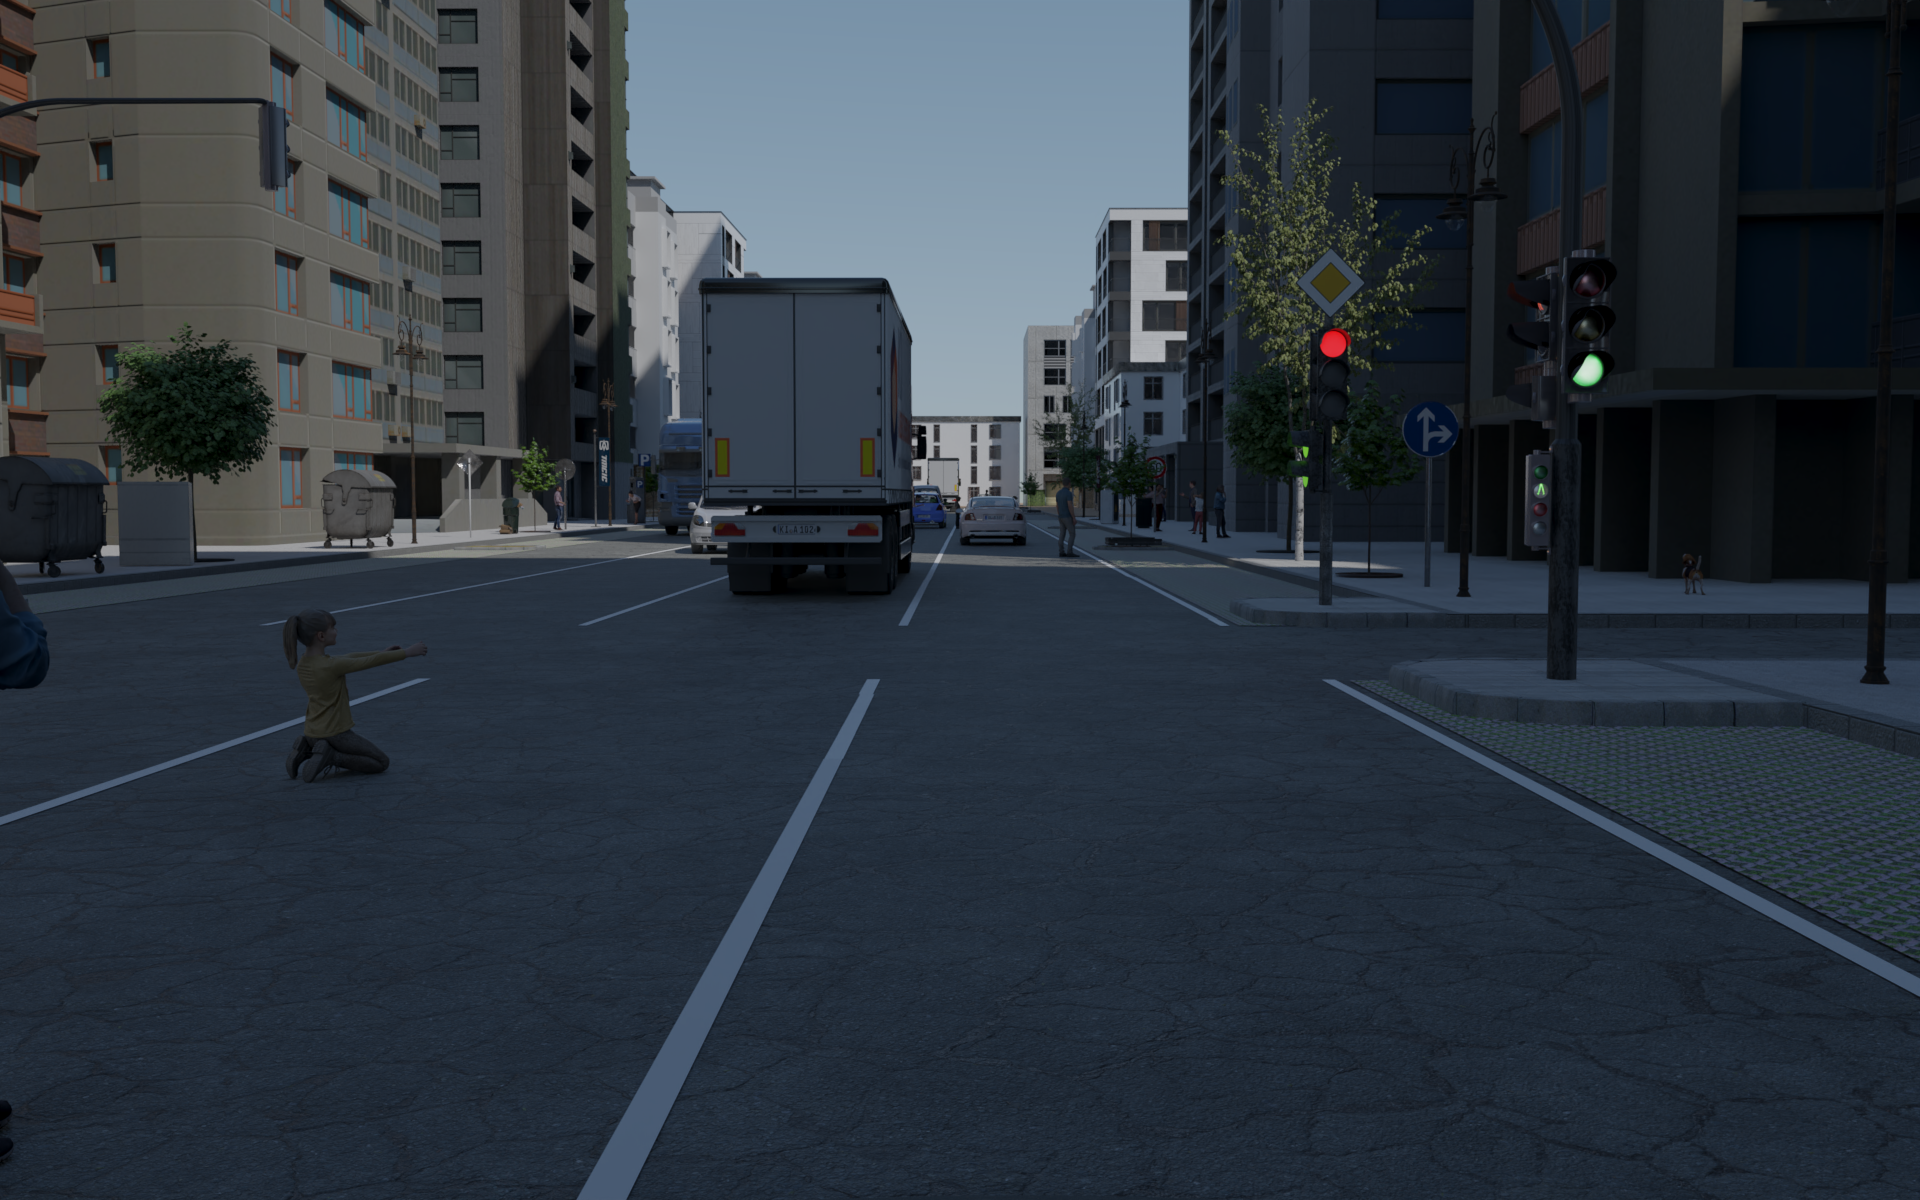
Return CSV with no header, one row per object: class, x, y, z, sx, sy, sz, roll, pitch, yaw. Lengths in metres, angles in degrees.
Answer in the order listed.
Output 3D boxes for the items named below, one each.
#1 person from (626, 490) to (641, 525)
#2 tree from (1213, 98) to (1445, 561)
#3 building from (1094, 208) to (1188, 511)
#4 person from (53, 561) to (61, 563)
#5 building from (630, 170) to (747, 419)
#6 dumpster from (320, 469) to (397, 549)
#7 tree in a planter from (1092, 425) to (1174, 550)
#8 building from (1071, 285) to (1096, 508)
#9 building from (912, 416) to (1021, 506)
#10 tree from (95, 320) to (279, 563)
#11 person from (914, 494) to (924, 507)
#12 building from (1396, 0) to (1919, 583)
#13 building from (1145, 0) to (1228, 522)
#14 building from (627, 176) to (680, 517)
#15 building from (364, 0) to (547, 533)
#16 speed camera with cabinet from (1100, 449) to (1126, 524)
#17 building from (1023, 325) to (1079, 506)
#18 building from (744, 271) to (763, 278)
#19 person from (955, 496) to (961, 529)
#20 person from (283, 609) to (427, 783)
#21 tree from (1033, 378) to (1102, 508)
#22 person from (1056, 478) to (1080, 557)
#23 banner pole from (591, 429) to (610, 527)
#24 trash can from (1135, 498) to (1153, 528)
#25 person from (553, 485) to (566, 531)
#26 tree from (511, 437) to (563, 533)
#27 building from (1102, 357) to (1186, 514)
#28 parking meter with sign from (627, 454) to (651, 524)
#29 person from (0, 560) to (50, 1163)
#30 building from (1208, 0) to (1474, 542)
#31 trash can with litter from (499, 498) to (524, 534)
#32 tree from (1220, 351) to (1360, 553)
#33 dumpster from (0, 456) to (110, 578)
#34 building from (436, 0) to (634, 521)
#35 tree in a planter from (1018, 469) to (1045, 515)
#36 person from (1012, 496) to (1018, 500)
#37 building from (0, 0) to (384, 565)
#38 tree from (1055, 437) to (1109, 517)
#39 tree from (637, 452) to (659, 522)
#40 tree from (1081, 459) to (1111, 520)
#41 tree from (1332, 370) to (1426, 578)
person,-13.672,-3.873,72.562,0.628,1.438,0.799,-1,4,-11
tree,6.567,-5.030,32.595,4.737,8.622,4.395,0,3,0
building,24.688,-18.106,140.011,27.936,21.610,32.646,0,4,0
person,-16.938,-1.400,32.174,0.697,1.427,0.421,-2,4,-24
building,-31.159,-17.082,123.261,27.936,21.610,32.646,0,4,0
dumpster,-14.305,-2.166,41.180,1.264,1.857,1.865,0,4,0
tree in a planter,4.427,-2.898,44.611,1.991,3.239,1.994,0,4,0
building,18.565,-18.696,162.103,16.016,20.091,11.380,0,4,0
building,-7.448,-14.968,186.866,28.070,9.664,9.099,0,4,0
tree,-14.651,-3.014,32.994,4.285,4.588,4.351,0,3,0
person,-1.883,-3.425,67.679,0.799,1.438,0.628,-2,4,-30
building,23.966,-23.143,33.019,28.867,44.769,22.147,0,4,0
building,20.324,-39.429,82.913,20.563,71.187,20.611,0,4,0
building,-24.711,-14.977,101.289,16.016,20.091,11.380,0,4,0
building,-33.183,-22.724,63.411,32.217,40.220,23.993,0,4,0
speed camera with cabinet,6.636,-4.918,74.744,0.660,3.252,2.038,1,4,22
building,22.921,-19.789,190.014,31.486,18.905,16.747,0,4,0
building,-23.768,-17.664,145.227,16.016,20.091,11.380,0,4,0
person,-0.054,-3.615,71.520,0.340,1.345,0.435,-1,4,-11
person,-3.105,0.464,8.844,0.347,0.859,0.695,3,5,43
tree,6.956,-9.738,109.570,4.737,8.622,4.395,0,3,0
person,2.454,-1.885,39.454,0.434,1.807,0.598,-1,4,-23
banner pole,-13.948,-4.724,67.248,0.863,3.779,0.401,-3,4,-36
trash can,6.885,-3.256,64.892,0.748,1.137,0.748,0,3,0
person,-14.063,-3.229,60.796,0.435,1.587,0.963,-1,4,-23
tree,-14.319,-3.869,57.852,1.663,3.219,1.824,0,3,0
building,14.636,-10.275,110.146,9.099,9.664,28.070,0,4,0
parking meter with sign,-14.082,-4.852,75.595,0.543,3.016,1.738,-2,4,-33
person,-2.161,0.434,3.612,0.499,1.552,0.429,3,5,45
building,19.800,-31.595,58.575,21.231,58.520,28.212,0,4,0
trash can with litter,-14.362,-2.689,55.353,0.624,1.170,1.055,0,4,0
tree,7.196,-3.317,37.948,4.285,4.588,4.351,0,3,0
dumpster,-14.381,-1.310,27.172,1.264,1.857,1.865,0,4,0
building,-24.224,-19.066,83.437,14.160,30.474,14.107,0,4,0
tree in a planter,4.982,-7.629,121.956,1.991,3.239,1.994,0,4,0
person,2.845,-4.658,88.567,0.340,1.345,0.435,1,4,11
building,-31.139,-11.730,36.825,27.650,21.520,28.899,0,4,0
tree,7.027,-7.039,98.795,4.285,4.588,4.351,0,3,0
tree,-14.125,-5.172,79.171,1.663,3.219,1.824,0,3,0
tree,6.791,-5.593,86.054,1.663,3.219,1.824,0,3,0
tree,6.229,-1.962,26.684,1.663,3.219,1.824,0,3,0
